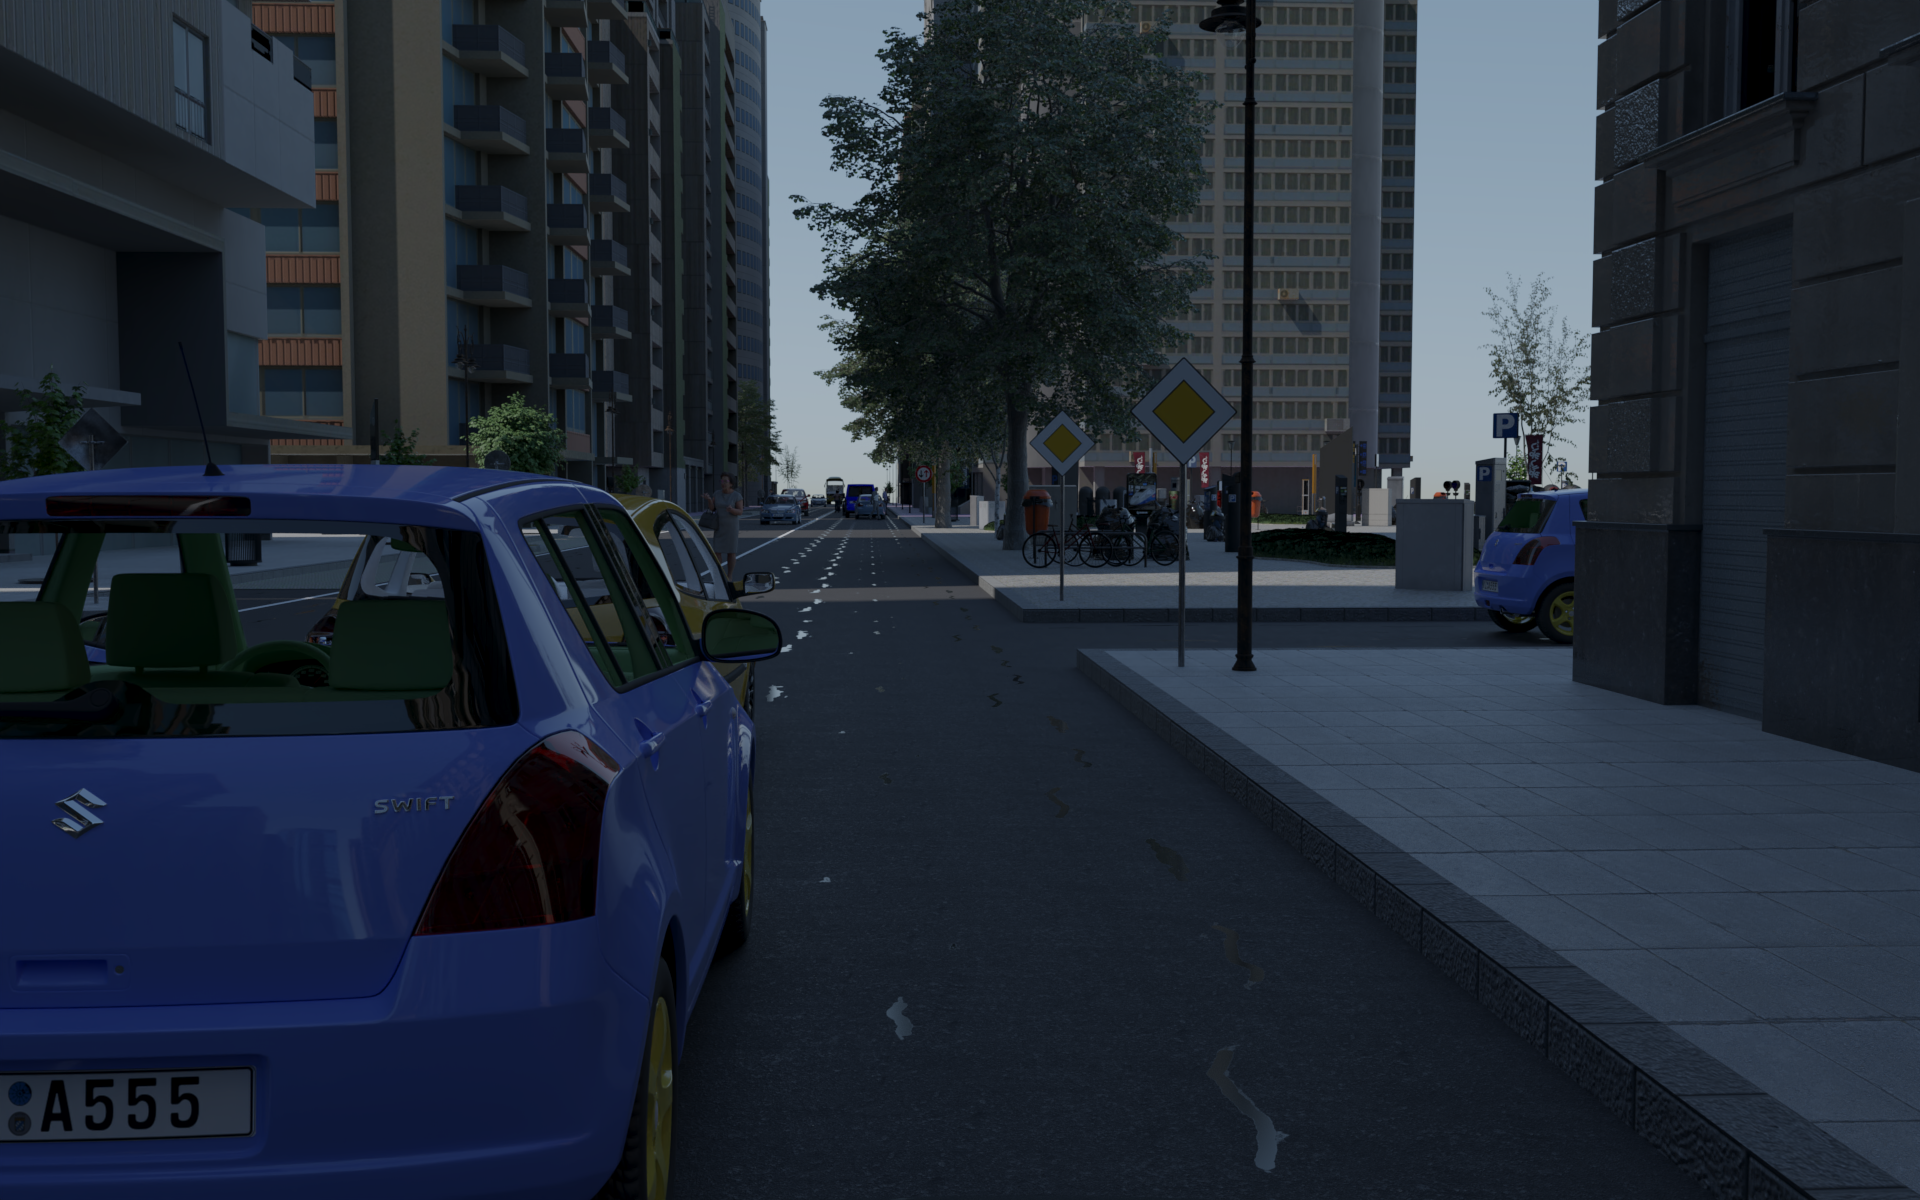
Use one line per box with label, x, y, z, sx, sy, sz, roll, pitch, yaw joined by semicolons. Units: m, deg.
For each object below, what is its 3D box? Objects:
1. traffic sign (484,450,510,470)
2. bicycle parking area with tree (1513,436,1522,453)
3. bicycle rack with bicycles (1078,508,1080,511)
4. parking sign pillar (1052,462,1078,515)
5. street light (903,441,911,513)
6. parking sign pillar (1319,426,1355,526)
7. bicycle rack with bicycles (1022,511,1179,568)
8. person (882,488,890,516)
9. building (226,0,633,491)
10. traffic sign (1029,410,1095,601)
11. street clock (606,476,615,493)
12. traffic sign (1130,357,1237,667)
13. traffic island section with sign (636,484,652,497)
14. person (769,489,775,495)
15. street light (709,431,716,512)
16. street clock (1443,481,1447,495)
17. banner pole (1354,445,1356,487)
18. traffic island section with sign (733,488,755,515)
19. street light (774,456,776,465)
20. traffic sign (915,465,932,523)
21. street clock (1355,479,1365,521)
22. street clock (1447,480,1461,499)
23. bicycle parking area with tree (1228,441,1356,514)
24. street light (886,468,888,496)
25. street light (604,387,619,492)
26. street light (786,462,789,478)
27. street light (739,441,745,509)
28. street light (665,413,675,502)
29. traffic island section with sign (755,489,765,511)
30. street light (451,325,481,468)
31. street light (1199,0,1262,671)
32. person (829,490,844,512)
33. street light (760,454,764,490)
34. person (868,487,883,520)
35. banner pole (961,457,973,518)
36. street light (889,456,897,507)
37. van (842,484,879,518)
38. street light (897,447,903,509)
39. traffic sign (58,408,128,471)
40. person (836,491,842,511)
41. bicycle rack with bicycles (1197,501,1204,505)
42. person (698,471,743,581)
traffic sign;-13.396;-3.060;50.139;0.768;2.556;0.104;0;4;-1
bicycle parking area with tree;29.876;-6.014;85.328;8.231;4.147;9.016;0;4;8
bicycle rack with bicycles;5.946;-4.338;84.311;2.852;0.926;2.925;2;4;25
parking sign pillar;4.681;-5.427;77.204;1.447;3.967;1.447;-3;5;-42
street light;-3.372;-8.775;116.253;0.468;5.910;1.993;0;4;-3
parking sign pillar;15.056;-4.938;69.207;1.447;3.967;1.447;2;4;26
bicycle rack with bicycles;2.481;-1.075;30.957;2.925;0.926;2.852;0;4;-2
person;-4.816;-6.475;114.230;0.599;1.838;0.709;1;4;22
building;-26.412;-25.669;74.307;22.147;44.769;28.867;0;4;-3
traffic sign;1.222;-1.049;20.786;0.795;2.450;0.064;0;4;-3
street clock;-14.405;-4.085;71.361;0.358;2.002;0.471;-1;4;-23
traffic sign;1.643;-0.561;12.811;0.795;2.450;0.064;0;4;-3
traffic island section with sign;-12.743;-3.745;69.851;1.989;1.847;2.006;0;4;-3
person;-13.012;-6.742;119.186;0.568;1.767;0.683;-2;4;-29
street light;-17.692;-9.267;124.310;0.468;5.910;1.993;0;4;-3
street clock;26.534;-5.484;94.236;0.358;2.002;0.471;-3;5;-41
banner pole;17.399;-5.345;77.412;0.401;3.779;0.863;-3;5;-41
traffic island section with sign;-15.359;-6.779;119.458;1.989;1.847;2.006;0;4;-3
street light;-22.002;-14.334;207.143;0.468;5.910;1.993;0;4;-3
traffic sign;-1.589;-4.651;76.147;0.768;2.556;0.104;0;4;5
street clock;18.939;-4.746;82.167;0.471;2.002;0.358;0;4;8
street clock;25.868;-5.249;90.384;0.358;2.002;0.471;-2;4;-25
bicycle parking area with tree;17.210;-6.511;93.451;8.231;4.147;9.016;1;4;11
street light;-9.202;-15.564;227.261;0.468;5.910;1.993;0;4;-3
street light;-15.021;-6.250;74.969;0.468;5.910;1.993;0;4;-3
street light;-23.323;-16.010;234.548;0.468;5.910;1.993;0;4;-3
street light;-18.994;-10.933;151.543;0.468;5.910;1.993;0;4;-3
street light;-16.201;-7.594;96.953;0.468;5.910;1.993;0;4;-3
traffic island section with sign;-16.830;-8.470;147.112;1.989;1.847;2.006;0;4;-3
street light;-13.486;-4.563;47.397;0.468;5.910;1.993;0;4;-3
street light;2.070;-2.425;12.433;0.468;5.910;1.993;0;4;-3
person;-9.583;-7.678;134.745;1.217;1.736;0.721;-1;4;-16
street light;-20.538;-12.675;180.028;0.468;5.910;1.993;0;4;-3
person;-4.637;-5.259;94.591;0.850;1.850;0.679;1;4;11
banner pole;0.421;-6.306;93.127;0.863;3.779;0.401;1;4;15
street light;-7.728;-13.884;199.783;0.468;5.910;1.993;0;4;-3
van;-6.039;-6.174;105.324;2.240;2.365;5.245;0;4;-3
street light;-4.791;-10.469;143.952;0.468;5.910;1.993;0;4;-3
traffic sign;-10.107;-1.013;20.211;0.795;2.450;0.064;0;4;-3
person;-10.026;-8.193;143.258;0.445;1.727;0.742;1;4;22
bicycle rack with bicycles;12.293;-4.421;85.672;2.925;0.926;2.852;-1;4;-20
person;-3.744;-1.103;26.899;0.716;1.782;0.532;1;4;13
